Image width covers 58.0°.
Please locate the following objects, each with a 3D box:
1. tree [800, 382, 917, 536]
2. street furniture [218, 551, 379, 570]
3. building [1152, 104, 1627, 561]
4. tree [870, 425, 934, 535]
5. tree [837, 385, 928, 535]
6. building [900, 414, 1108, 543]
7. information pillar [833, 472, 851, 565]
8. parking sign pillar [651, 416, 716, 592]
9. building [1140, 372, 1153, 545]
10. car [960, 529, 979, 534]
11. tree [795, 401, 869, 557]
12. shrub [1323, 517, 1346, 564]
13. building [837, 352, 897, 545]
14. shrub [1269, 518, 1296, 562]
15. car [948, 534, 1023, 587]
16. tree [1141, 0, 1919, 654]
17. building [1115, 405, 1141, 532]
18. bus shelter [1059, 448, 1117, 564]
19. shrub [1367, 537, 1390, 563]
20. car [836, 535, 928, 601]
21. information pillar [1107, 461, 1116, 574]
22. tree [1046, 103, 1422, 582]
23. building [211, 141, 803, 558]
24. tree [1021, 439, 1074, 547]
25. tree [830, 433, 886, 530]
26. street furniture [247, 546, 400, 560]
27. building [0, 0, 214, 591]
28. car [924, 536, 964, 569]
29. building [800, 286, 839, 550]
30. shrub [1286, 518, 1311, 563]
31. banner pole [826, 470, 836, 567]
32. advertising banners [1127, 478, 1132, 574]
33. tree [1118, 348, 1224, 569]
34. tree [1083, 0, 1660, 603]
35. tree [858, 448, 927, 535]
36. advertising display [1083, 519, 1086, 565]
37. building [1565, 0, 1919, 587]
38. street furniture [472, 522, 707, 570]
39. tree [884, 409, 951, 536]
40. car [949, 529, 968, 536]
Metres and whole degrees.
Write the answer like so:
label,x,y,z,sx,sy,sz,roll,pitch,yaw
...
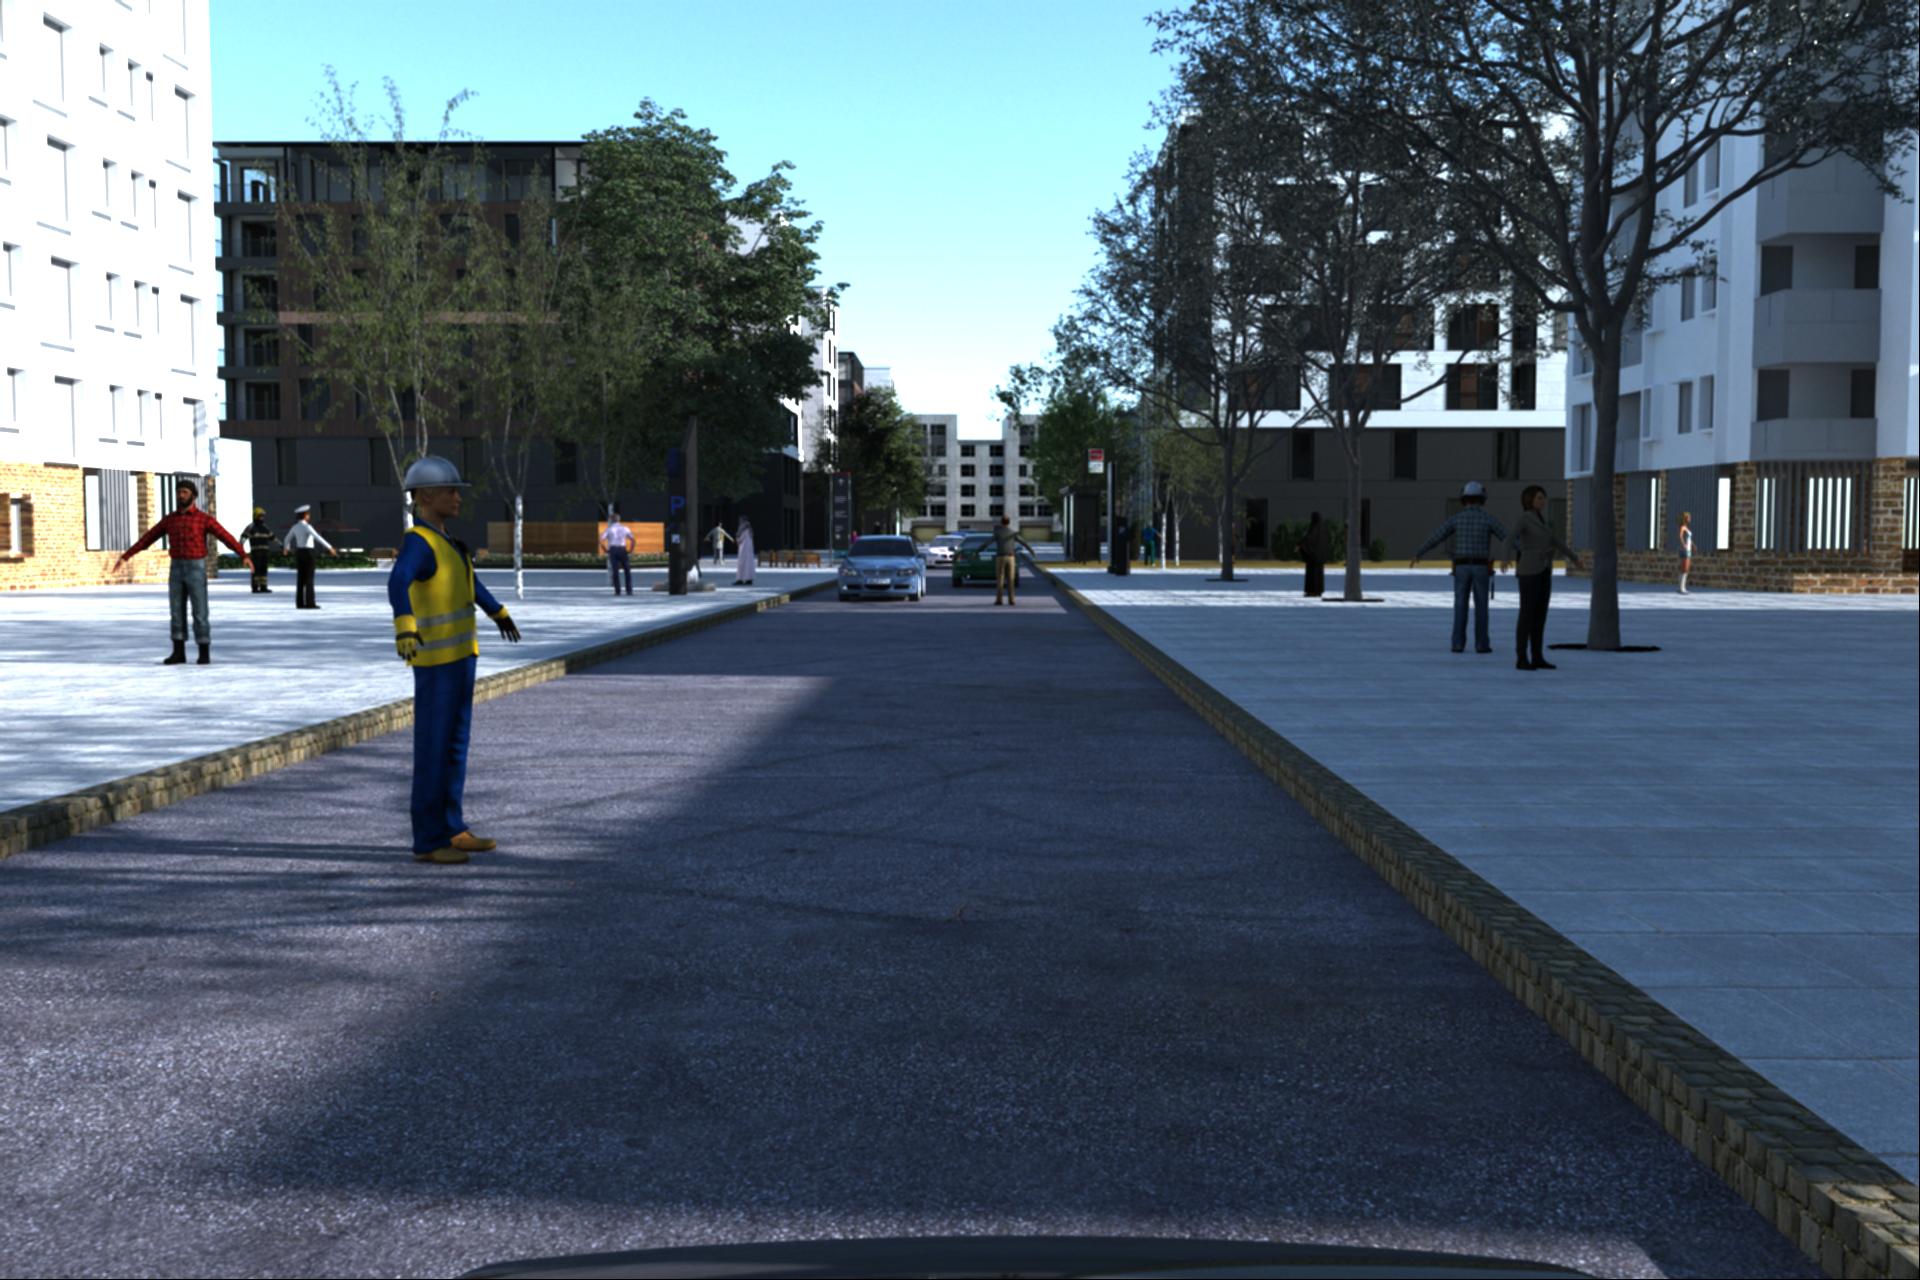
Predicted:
label,x,y,z,sx,sy,sz,roll,pitch,yaw
tree,-6.134,-10.472,105.632,7.601,10.594,8.767,-1,4,-17
street furniture,-25.773,-3.044,65.395,5.734,0.657,10.072,-2,4,-30
building,24.779,-15.600,99.030,27.936,21.610,32.646,0,4,1
tree,-5.648,-12.770,143.208,7.601,10.594,8.767,-1,4,-21
tree,-6.282,-13.121,132.660,7.486,12.596,7.792,0,3,0
building,6.693,-24.003,261.360,31.486,18.905,16.747,0,4,-2
information pillar,-4.946,-5.102,72.796,0.750,3.857,0.750,0,4,3
parking sign pillar,-6.207,-3.079,38.818,1.447,3.967,1.447,0,4,2
building,29.028,-19.598,186.892,16.747,18.905,31.486,0,4,2
car,0.712,-8.035,140.038,2.281,1.827,5.304,0,4,1
tree,-7.190,-8.911,96.052,4.360,8.622,3.978,0,3,0
shrub,15.705,-4.233,73.251,1.661,2.075,1.752,0,3,0
building,-22.308,-22.412,210.411,27.936,21.610,32.646,0,4,0
shrub,15.227,-4.686,80.661,1.661,2.075,1.752,0,3,0
car,0.708,-2.217,48.044,2.131,1.459,4.920,0,4,1
tree,7.108,-6.640,18.939,12.009,13.543,11.850,0,3,0
building,30.574,-24.413,230.088,19.493,23.208,18.063,0,4,1
bus shelter,5.706,-6.197,78.957,2.179,5.291,8.768,0,4,-1
shrub,18.802,-4.081,77.845,1.383,1.207,1.383,0,3,0
car,-1.695,-1.615,38.410,2.014,1.417,4.499,0,4,1
information pillar,4.982,-4.008,56.846,0.184,3.620,1.656,0,4,1
tree,7.412,-8.349,46.880,12.009,13.543,11.850,0,3,0
building,-25.147,-16.072,106.753,27.936,21.610,32.646,0,4,0
tree,9.998,-14.873,168.936,9.928,11.665,9.643,0,3,0
tree,-7.354,-10.220,117.465,4.360,8.622,3.978,0,3,0
street furniture,-31.080,-4.249,85.091,5.734,0.657,10.072,2,4,25
building,-26.532,-11.014,36.497,16.016,20.090,11.380,0,4,1
car,-0.441,-3.646,71.966,2.083,1.381,4.827,0,4,1
building,-25.086,-18.162,140.924,27.936,21.610,32.646,0,4,1
shrub,15.470,-4.522,77.969,1.661,2.075,1.752,0,3,0
banner pole,-5.035,-4.752,67.718,0.401,3.779,0.863,0,4,1
advertising banners,5.392,-3.619,55.363,0.090,3.025,2.074,0,4,1
tree,7.366,-6.954,64.062,4.360,8.622,3.978,0,3,0
tree,7.423,-7.466,32.436,12.009,13.543,11.850,0,3,0
tree,-6.370,-13.374,153.083,7.601,10.594,8.767,1,4,13
advertising display,5.226,-4.128,72.702,0.123,1.923,0.974,0,4,2
building,23.100,-11.807,49.457,16.016,20.090,11.380,0,4,1
street furniture,-14.175,-3.555,64.975,11.010,1.723,9.812,1,4,18
tree,-5.776,-15.821,169.043,12.009,13.543,11.850,0,3,0
car,-0.061,-5.532,100.047,1.945,1.707,3.694,0,4,1
